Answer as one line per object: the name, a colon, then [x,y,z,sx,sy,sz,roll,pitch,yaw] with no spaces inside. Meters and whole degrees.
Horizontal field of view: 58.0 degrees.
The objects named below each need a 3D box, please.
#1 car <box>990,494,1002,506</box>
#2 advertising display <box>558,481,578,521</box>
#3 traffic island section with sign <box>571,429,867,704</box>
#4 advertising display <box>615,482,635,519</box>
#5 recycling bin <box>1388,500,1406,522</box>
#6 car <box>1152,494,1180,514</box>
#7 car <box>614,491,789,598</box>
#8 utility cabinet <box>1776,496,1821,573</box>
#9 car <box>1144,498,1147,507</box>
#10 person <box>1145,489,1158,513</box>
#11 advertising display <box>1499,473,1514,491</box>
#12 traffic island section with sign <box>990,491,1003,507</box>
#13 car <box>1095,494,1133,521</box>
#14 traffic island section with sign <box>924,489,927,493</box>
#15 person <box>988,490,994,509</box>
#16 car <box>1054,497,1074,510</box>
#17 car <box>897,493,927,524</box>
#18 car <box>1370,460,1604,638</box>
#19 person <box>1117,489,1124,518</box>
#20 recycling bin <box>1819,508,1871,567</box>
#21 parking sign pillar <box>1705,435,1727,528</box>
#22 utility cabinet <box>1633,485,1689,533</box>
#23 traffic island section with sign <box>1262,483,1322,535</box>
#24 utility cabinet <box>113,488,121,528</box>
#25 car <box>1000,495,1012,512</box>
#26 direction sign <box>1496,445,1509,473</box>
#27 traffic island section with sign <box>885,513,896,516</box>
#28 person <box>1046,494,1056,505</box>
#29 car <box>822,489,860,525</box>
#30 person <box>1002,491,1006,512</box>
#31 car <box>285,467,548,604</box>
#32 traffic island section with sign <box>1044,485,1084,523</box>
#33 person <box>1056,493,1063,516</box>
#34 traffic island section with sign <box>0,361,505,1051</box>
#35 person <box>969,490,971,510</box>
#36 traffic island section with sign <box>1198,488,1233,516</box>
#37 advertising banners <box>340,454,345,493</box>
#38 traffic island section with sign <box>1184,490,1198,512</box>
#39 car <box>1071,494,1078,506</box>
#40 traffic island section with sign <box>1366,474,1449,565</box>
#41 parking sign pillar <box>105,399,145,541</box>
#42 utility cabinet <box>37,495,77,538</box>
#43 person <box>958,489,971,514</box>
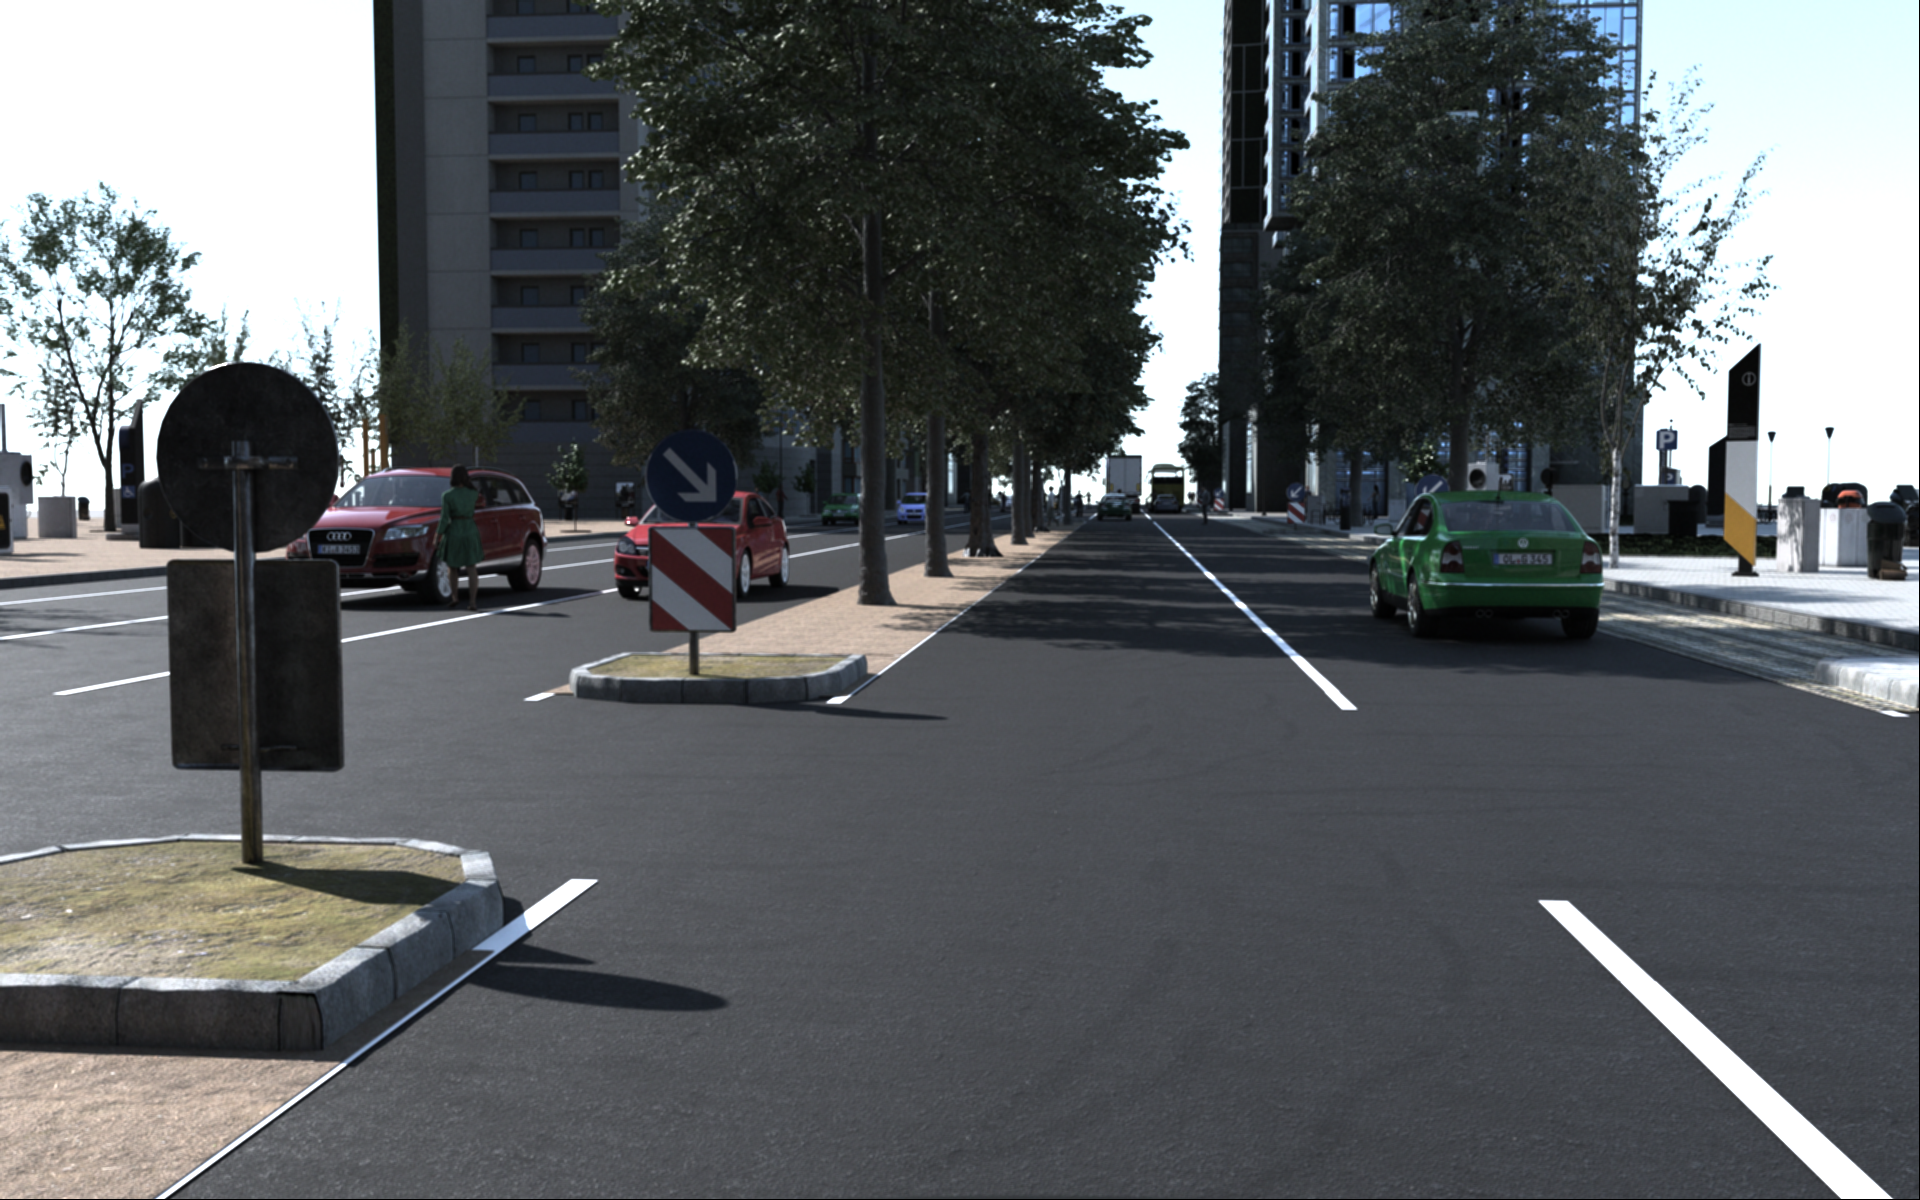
car: [4.004,-12.075,207.649,2.015,1.641,3.980,0,4,7]
advertising display: [-18.943,-4.804,83.761,0.974,1.923,0.123,-3,4,-37]
traffic island section with sign: [-1.823,-0.286,12.814,2.006,1.907,1.989,0,4,5]
advertising display: [-17.158,-5.108,88.737,0.974,1.923,0.123,-1,4,-9]
recycling bin: [19.950,-4.071,79.112,0.722,1.027,0.722,1,4,9]
car: [15.111,-7.035,127.028,2.014,1.417,4.499,0,4,6]
car: [-3.708,-0.996,25.318,2.155,1.783,4.494,0,4,6]
utility cabinet: [13.914,-1.075,28.743,0.306,1.237,1.020,0,4,3]
car: [21.535,-11.066,192.933,2.014,1.417,4.499,0,4,5]
person: [14.623,-7.487,130.925,1.348,1.823,0.705,2,4,35]
advertising display: [16.414,-2.916,52.892,0.974,1.923,0.123,3,5,39]
traffic island section with sign: [5.211,-13.111,222.996,1.989,1.847,2.006,0,4,5]
car: [8.446,-5.079,94.845,2.131,1.459,4.920,0,4,4]
traffic island section with sign: [-2.588,-8.085,140.818,1.989,1.847,2.006,0,4,5]
person: [2.323,-8.311,144.018,1.348,1.869,0.705,2,4,34]
car: [9.436,-9.044,158.100,2.015,1.641,3.980,0,4,7]
car: [-2.031,-4.491,83.020,1.945,1.707,3.694,0,4,4]
car: [5.548,-0.603,18.656,1.959,1.807,4.718,0,4,5]
person: [9.818,-5.889,105.604,0.721,1.723,1.217,-2,4,-33]
recycling bin: [15.659,-1.113,30.747,0.722,1.027,0.722,-1,4,-14]
parking sign pillar: [29.442,-4.771,66.485,1.447,3.967,1.447,3,4,36]
utility cabinet: [16.617,-1.981,41.074,1.173,1.500,0.318,1,4,18]
traffic island section with sign: [11.835,-3.261,61.942,1.989,1.847,2.006,0,4,5]
utility cabinet: [-31.323,-3.441,64.936,0.318,1.500,1.173,1,4,17]
car: [4.309,-7.935,142.096,2.083,1.381,4.827,0,4,4]
direction sign: [25.286,-5.434,80.838,0.876,3.537,0.379,-3,4,-36]
traffic island section with sign: [-5.221,-6.398,113.235,1.989,1.847,2.006,0,4,5]
person: [5.876,-6.060,110.773,0.799,1.438,0.628,1,4,21]
car: [-5.357,-4.406,80.839,1.959,1.807,4.718,0,4,4]
person: [3.474,-7.800,136.954,0.530,1.710,0.541,3,5,40]
car: [-7.488,-0.954,24.275,2.281,1.827,5.304,0,4,7]
traffic island section with sign: [5.271,-4.861,87.618,2.006,1.907,1.989,0,4,5]
person: [6.499,-6.382,112.875,0.705,1.821,1.348,-3,5,-40]
traffic island section with sign: [-2.533,0.165,5.441,2.006,1.907,1.989,0,4,5]
person: [0.969,-8.978,155.306,0.705,1.822,1.348,3,4,38]
traffic island section with sign: [16.567,-6.312,111.834,1.989,1.847,2.006,0,4,5]
advertising banners: [-27.242,-4.963,77.329,0.090,3.025,2.074,0,4,8]
traffic island section with sign: [19.121,-7.954,138.669,1.989,1.847,2.006,0,4,5]
car: [12.229,-10.845,189.321,2.014,1.417,4.499,0,4,7]
traffic island section with sign: [9.263,-1.605,34.878,1.989,1.847,2.006,0,4,5]
parking sign pillar: [-23.095,-3.661,48.328,1.447,3.967,1.447,-1,4,-15]
utility cabinet: [-26.403,-2.416,50.664,1.020,1.237,0.306,0,4,5]
person: [0.474,-7.214,126.530,1.350,1.814,0.705,-2,4,-33]
